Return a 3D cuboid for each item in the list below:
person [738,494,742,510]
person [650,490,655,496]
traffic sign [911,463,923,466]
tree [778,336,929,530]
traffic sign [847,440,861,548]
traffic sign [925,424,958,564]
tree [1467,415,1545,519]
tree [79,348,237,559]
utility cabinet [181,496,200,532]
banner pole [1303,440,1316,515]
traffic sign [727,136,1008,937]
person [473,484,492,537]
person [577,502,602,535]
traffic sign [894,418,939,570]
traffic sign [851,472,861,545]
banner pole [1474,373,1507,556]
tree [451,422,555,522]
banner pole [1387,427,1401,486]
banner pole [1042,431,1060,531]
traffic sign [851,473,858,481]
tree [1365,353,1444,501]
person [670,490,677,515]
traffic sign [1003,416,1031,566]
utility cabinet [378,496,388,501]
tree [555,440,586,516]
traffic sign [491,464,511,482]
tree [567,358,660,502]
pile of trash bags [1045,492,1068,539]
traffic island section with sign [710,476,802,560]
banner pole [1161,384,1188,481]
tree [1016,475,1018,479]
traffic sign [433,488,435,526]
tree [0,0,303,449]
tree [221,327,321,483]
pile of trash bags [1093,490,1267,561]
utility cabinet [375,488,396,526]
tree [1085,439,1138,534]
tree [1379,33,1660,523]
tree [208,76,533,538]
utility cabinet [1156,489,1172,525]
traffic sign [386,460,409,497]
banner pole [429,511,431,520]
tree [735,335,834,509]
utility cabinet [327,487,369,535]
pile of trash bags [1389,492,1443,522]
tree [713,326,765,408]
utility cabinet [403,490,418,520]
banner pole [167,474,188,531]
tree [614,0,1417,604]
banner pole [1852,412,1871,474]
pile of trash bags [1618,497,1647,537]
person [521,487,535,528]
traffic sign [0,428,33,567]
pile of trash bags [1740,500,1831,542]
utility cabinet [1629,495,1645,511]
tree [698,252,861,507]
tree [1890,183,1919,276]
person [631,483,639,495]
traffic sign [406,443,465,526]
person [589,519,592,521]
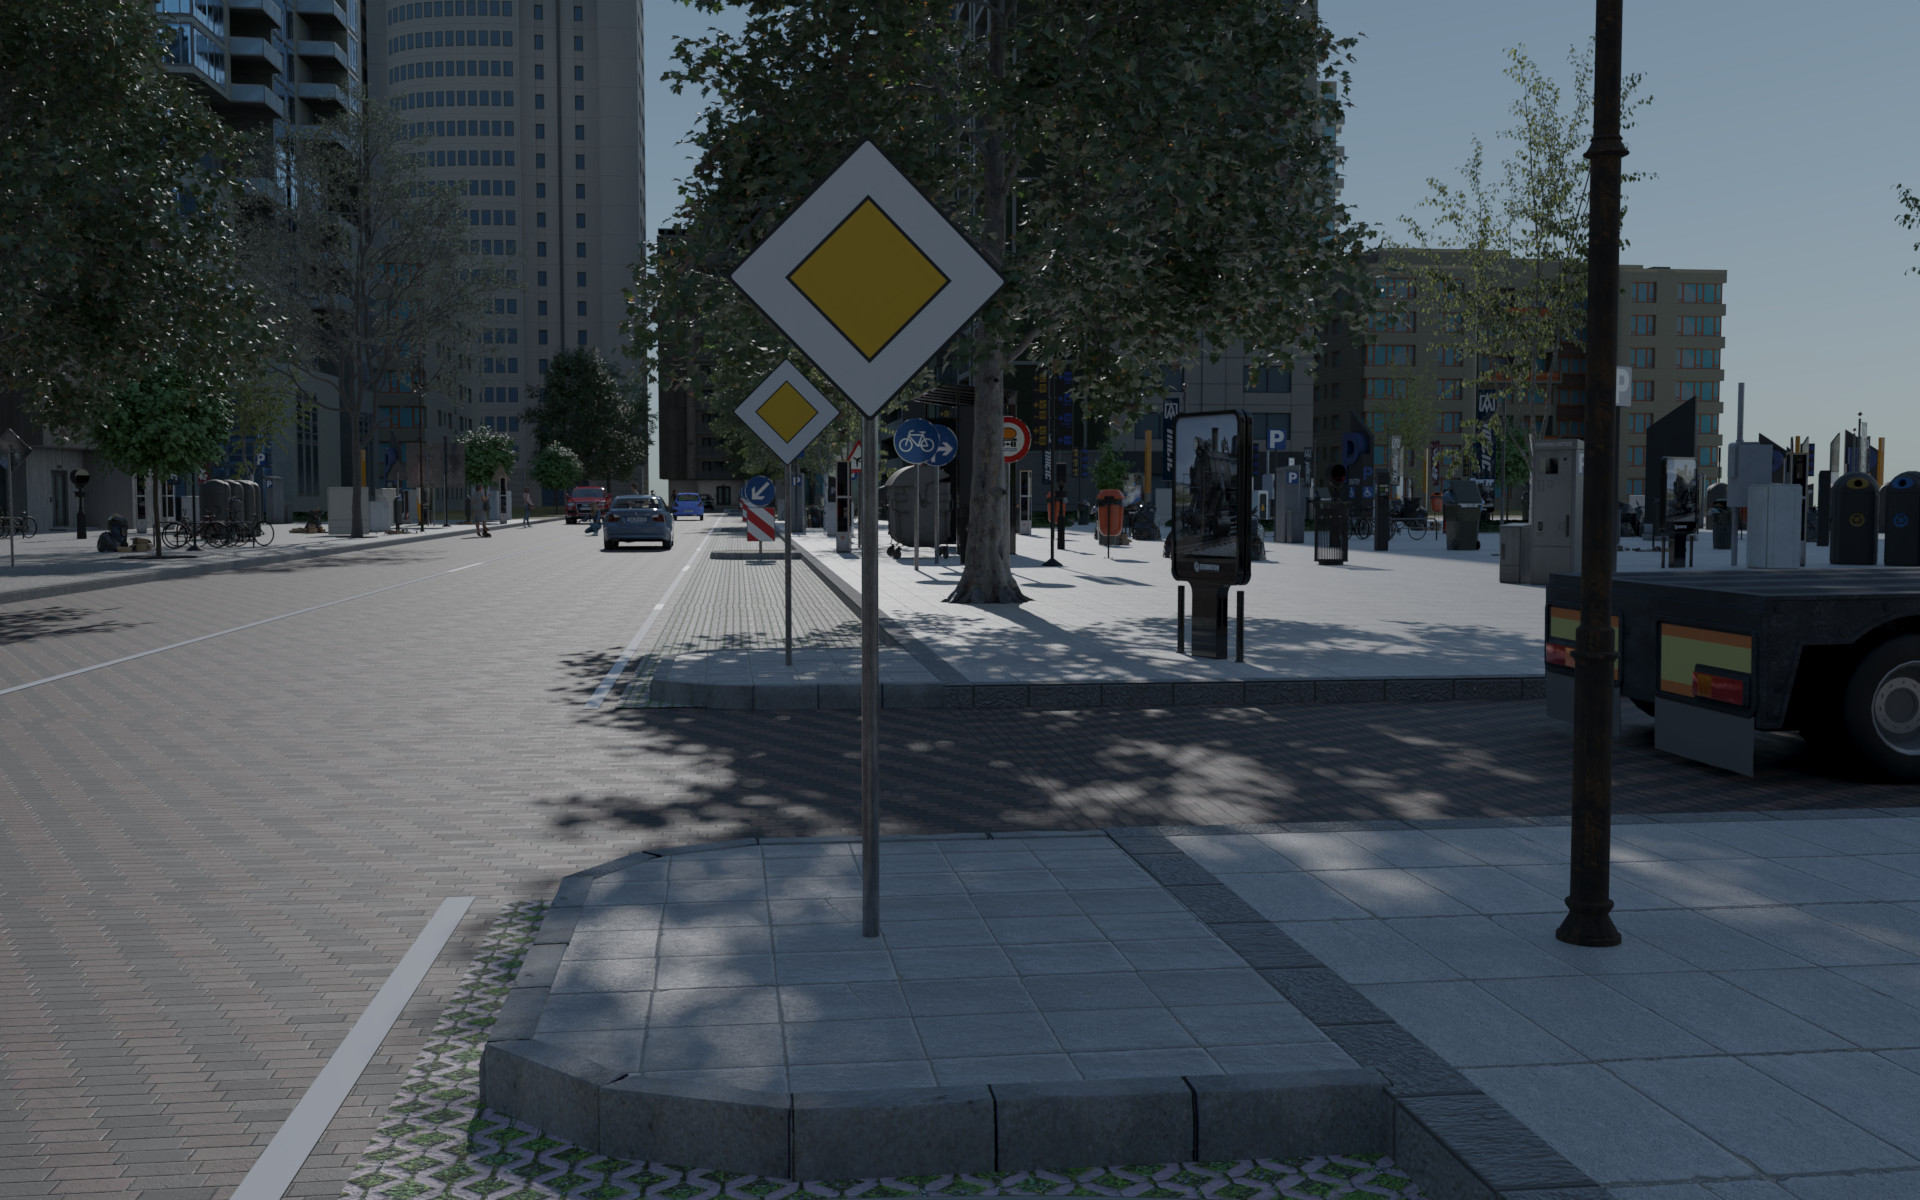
[{"bbox_3d":[-18.938,-8.530,149.442,0.415,1.643,0.593,-1,4,-10],"label":"person"},{"bbox_3d":[-20.624,-6.530,116.068,0.445,1.727,0.742,0,4,-1],"label":"person"},{"bbox_3d":[-1.403,-3.485,56.984,0.884,2.594,0.081,0,4,0],"label":"traffic sign"},{"bbox_3d":[-2.987,-5.951,47.659,4.360,8.622,3.978,0,3,0],"label":"tree"},{"bbox_3d":[-2.422,-2.538,41.502,0.884,2.594,0.081,0,4,-4],"label":"traffic sign"},{"bbox_3d":[-0.424,-1.933,31.714,0.768,2.556,0.104,0,4,2],"label":"traffic sign"},{"bbox_3d":[22.605,-5.380,71.677,4.285,4.588,4.351,0,3,0],"label":"tree"},{"bbox_3d":[-16.089,-3.121,34.741,4.285,4.588,4.351,0,3,0],"label":"tree"},{"bbox_3d":[-24.779,-2.766,56.385,1.020,1.237,0.306,-2,4,-26],"label":"utility cabinet"},{"bbox_3d":[16.373,-5.563,80.969,0.401,3.779,0.863,-3,5,-40],"label":"banner pole"},{"bbox_3d":[-0.261,-0.081,4.969,0.795,2.450,0.064,0,4,-7],"label":"traffic sign"},{"bbox_3d":[-16.036,-3.026,58.326,0.716,1.782,0.532,2,4,28],"label":"person"},{"bbox_3d":[-12.754,-2.827,60.228,0.738,1.151,1.012,-3,5,-42],"label":"person"},{"bbox_3d":[-0.731,-1.773,29.103,0.768,2.556,0.104,0,4,-3],"label":"traffic sign"},{"bbox_3d":[-2.511,-2.680,43.820,0.884,2.594,0.081,0,4,-1],"label":"traffic sign"},{"bbox_3d":[11.127,-2.822,36.160,0.401,3.779,0.863,-3,5,-42],"label":"banner pole"},{"bbox_3d":[-21.826,-5.844,79.261,4.285,4.588,4.351,0,3,0],"label":"tree"},{"bbox_3d":[16.172,-4.573,64.791,0.863,3.779,0.401,-2,4,-30],"label":"banner pole"},{"bbox_3d":[3.210,-4.279,59.986,0.863,3.779,0.401,1,4,17],"label":"banner pole"},{"bbox_3d":[-4.498,-4.298,70.374,0.768,2.556,0.104,0,4,-5],"label":"traffic sign"},{"bbox_3d":[23.057,-8.493,89.231,4.737,8.622,4.395,0,3,0],"label":"tree"},{"bbox_3d":[-18.853,-6.457,114.794,0.721,1.735,1.217,-3,5,-42],"label":"person"},{"bbox_3d":[0.776,-1.724,28.285,0.768,2.556,0.104,0,4,2],"label":"traffic sign"},{"bbox_3d":[-20.698,-3.121,62.188,0.306,1.237,1.020,-1,4,-17],"label":"utility cabinet"},{"bbox_3d":[-24.014,-7.326,103.499,4.285,4.588,4.351,0,3,0],"label":"tree"},{"bbox_3d":[-20.087,-4.633,75.756,0.884,2.594,0.081,0,4,2],"label":"traffic sign"},{"bbox_3d":[-32.142,-15.385,158.191,9.857,13.997,8.962,0,3,0],"label":"tree"},{"bbox_3d":[4.084,-2.400,48.991,3.447,1.369,1.912,1,4,18],"label":"pile of trash bags"},{"bbox_3d":[-4.549,-1.826,38.475,1.989,1.847,2.006,0,4,-7],"label":"traffic island section with sign"},{"bbox_3d":[4.941,-3.029,39.544,0.863,3.779,0.401,3,5,44],"label":"banner pole"},{"bbox_3d":[1.632,-4.766,72.518,1.663,3.219,1.824,0,3,0],"label":"tree"},{"bbox_3d":[-20.978,-4.220,69.008,0.884,2.594,0.081,0,4,1],"label":"traffic sign"},{"bbox_3d":[-14.189,-6.528,23.741,9.611,12.733,9.660,0,3,0],"label":"tree"},{"bbox_3d":[-26.849,-7.067,65.911,4.737,8.622,4.395,0,3,0],"label":"tree"},{"bbox_3d":[4.381,-1.506,34.382,3.447,1.369,1.912,1,4,14],"label":"pile of trash bags"},{"bbox_3d":[-22.873,-3.687,68.969,0.318,1.500,1.173,0,4,8],"label":"utility cabinet"},{"bbox_3d":[4.743,-3.682,54.802,1.663,3.219,1.824,0,3,0],"label":"tree"},{"bbox_3d":[9.224,-4.754,28.096,4.360,8.622,3.978,0,3,0],"label":"tree"},{"bbox_3d":[-17.580,-8.567,50.439,12.009,13.543,11.850,0,3,0],"label":"tree"},{"bbox_3d":[8.494,-3.746,69.929,1.173,1.500,0.318,1,4,10],"label":"utility cabinet"},{"bbox_3d":[-21.636,-4.077,66.658,0.884,2.594,0.081,0,4,2],"label":"traffic sign"},{"bbox_3d":[-25.800,-5.804,84.918,0.863,3.779,0.401,-3,5,-42],"label":"banner pole"},{"bbox_3d":[-10.080,-11.423,104.894,7.486,12.596,7.792,0,3,0],"label":"tree"},{"bbox_3d":[-19.050,-2.768,53.932,1.173,1.500,0.318,-2,4,-29],"label":"utility cabinet"},{"bbox_3d":[20.726,-4.327,80.495,3.447,1.369,1.912,0,4,1],"label":"pile of trash bags"},{"bbox_3d":[-17.400,-18.933,165.446,12.611,20.169,13.585,0,3,0],"label":"tree"},{"bbox_3d":[-26.895,-4.668,84.999,0.318,1.500,1.173,1,4,22],"label":"utility cabinet"},{"bbox_3d":[-27.415,-4.328,60.784,0.863,3.779,0.401,-2,4,-23],"label":"banner pole"},{"bbox_3d":[0.439,-6.314,20.237,9.611,12.733,9.660,0,3,0],"label":"tree"},{"bbox_3d":[27.566,-3.851,52.987,0.863,3.779,0.401,-3,5,-43],"label":"banner pole"},{"bbox_3d":[20.178,-2.611,52.436,1.912,1.369,3.447,-2,4,-32],"label":"pile of trash bags"},{"bbox_3d":[-18.584,-3.987,74.275,0.643,1.750,0.593,-3,5,-40],"label":"person"},{"bbox_3d":[-16.721,-1.793,30.504,0.795,2.450,0.064,0,4,-1],"label":"traffic sign"},{"bbox_3d":[22.784,-2.321,47.708,1.912,1.369,3.447,-1,4,-19],"label":"pile of trash bags"},{"bbox_3d":[36.305,-4.977,92.528,1.020,1.237,0.306,2,4,26],"label":"utility cabinet"},{"bbox_3d":[-7.719,-10.691,81.452,9.857,13.997,8.962,0,3,0],"label":"tree"},{"bbox_3d":[20.803,-5.020,32.434,4.737,8.622,4.395,0,3,0],"label":"tree"},{"bbox_3d":[-10.180,-2.760,53.962,0.374,1.781,0.599,-1,4,-19],"label":"person"},{"bbox_3d":[-20.792,-4.577,68.701,2.265,3.308,0.079,0,4,-4],"label":"traffic sign"},{"bbox_3d":[-19.500,-5.122,91.878,1.348,1.869,0.705,-1,4,-14],"label":"person"}]
